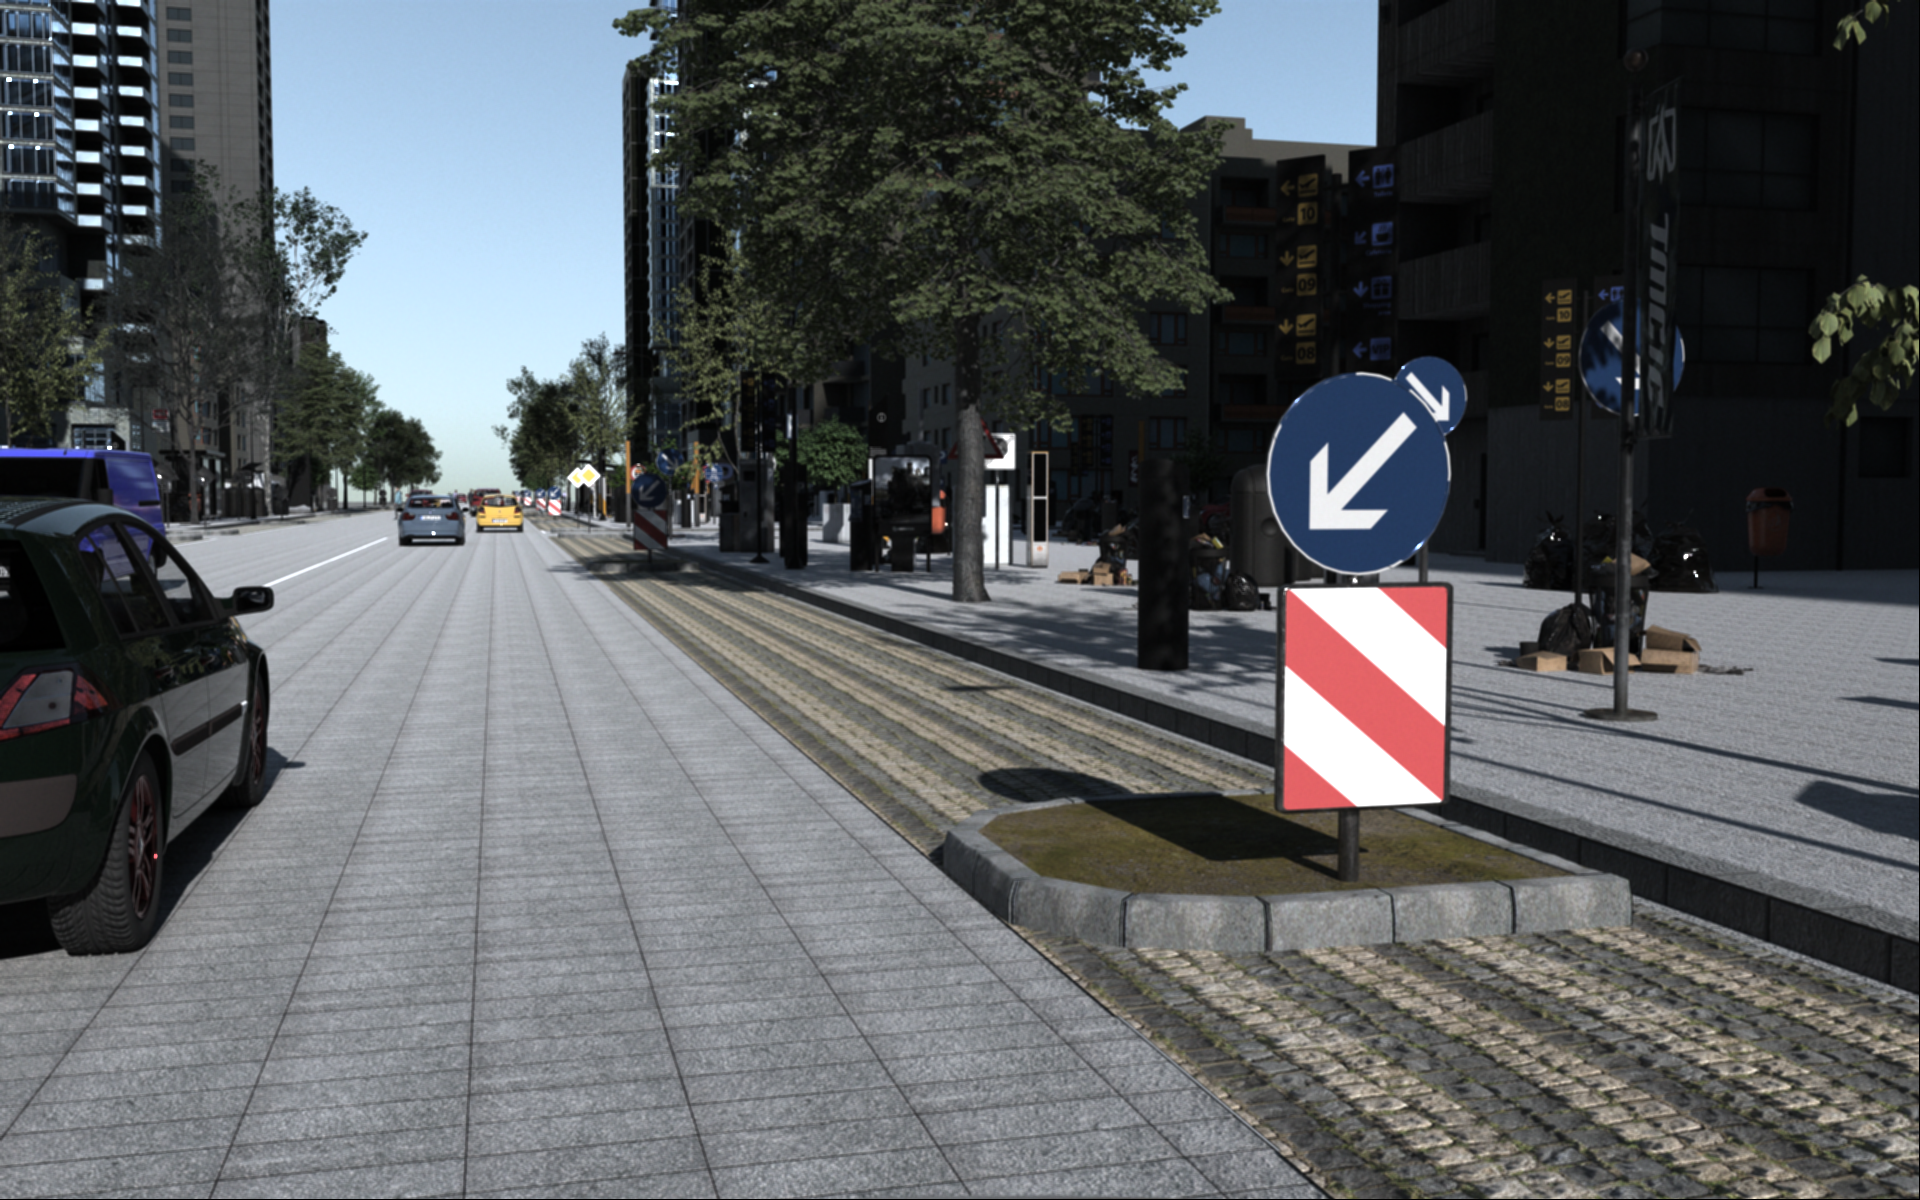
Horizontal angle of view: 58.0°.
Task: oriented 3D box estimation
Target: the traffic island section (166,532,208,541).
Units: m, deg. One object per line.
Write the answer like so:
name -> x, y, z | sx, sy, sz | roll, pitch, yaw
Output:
traffic island section -> -24.651, -1.913, 53.553 | 2.009, 0.180, 2.903 | -1, 4, -15

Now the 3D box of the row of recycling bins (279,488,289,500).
row of recycling bins -> -49.132, -7.256, 125.746 | 3.534, 1.692, 1.069 | -2, 4, -34

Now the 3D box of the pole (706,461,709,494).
pole -> -15.469, -6.868, 106.128 | 0.158, 3.312, 0.155 | 0, 3, 0

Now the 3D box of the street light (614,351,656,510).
street light -> -10.559, -5.138, 56.547 | 1.470, 5.913, 1.316 | -1, 4, -15

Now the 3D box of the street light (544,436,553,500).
street light -> -32.181, -10.072, 137.211 | 1.470, 5.913, 1.316 | -1, 4, -15

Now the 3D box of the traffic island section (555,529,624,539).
traffic island section -> -12.145, -2.116, 56.878 | 2.009, 0.180, 2.903 | -1, 4, -15

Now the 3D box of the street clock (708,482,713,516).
street clock -> -14.336, -5.861, 100.392 | 0.471, 2.002, 0.358 | 1, 4, 11

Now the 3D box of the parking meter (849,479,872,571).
parking meter -> -1.654, -1.259, 29.003 | 0.372, 1.533, 0.369 | 0, 3, 0

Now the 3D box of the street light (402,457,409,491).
street light -> -69.584, -14.873, 215.713 | 1.470, 5.913, 1.316 | -1, 4, -15

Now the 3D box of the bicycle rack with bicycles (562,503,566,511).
bicycle rack with bicycles -> -29.614, -7.373, 133.933 | 2.852, 0.926, 2.925 | -1, 4, -20

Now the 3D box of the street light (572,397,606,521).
street light -> -17.777, -6.765, 83.155 | 1.470, 5.913, 1.316 | -1, 4, -15

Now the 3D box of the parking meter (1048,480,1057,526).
parking meter -> 3.632, -3.864, 68.888 | 0.399, 1.863, 0.255 | -1, 4, -12

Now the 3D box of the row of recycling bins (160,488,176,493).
row of recycling bins -> -53.232, -6.814, 118.528 | 1.069, 1.692, 3.534 | 2, 4, 29

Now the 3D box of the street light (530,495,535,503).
street light -> -44.815, -12.951, 184.290 | 1.470, 5.913, 1.316 | -1, 4, -15

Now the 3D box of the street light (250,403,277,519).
street light -> -35.479, -7.076, 88.232 | 1.470, 5.913, 1.316 | -1, 4, -15

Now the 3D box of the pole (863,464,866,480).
pole -> -5.810, -6.828, 105.481 | 0.158, 3.312, 0.155 | 0, 3, 0

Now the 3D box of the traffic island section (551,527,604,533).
traffic island section -> -14.208, -2.588, 64.593 | 2.009, 0.180, 2.903 | -1, 4, -15

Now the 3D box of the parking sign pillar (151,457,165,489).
parking sign pillar -> -57.592, -8.327, 124.619 | 1.447, 3.967, 1.447 | 2, 4, 27

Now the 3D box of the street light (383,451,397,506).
street light -> -62.019, -13.182, 188.064 | 1.470, 5.913, 1.316 | -1, 4, -15

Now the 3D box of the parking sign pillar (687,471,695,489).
parking sign pillar -> -19.677, -8.515, 127.690 | 1.447, 3.967, 1.447 | 1, 4, 16

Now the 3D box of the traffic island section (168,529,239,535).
traffic island section -> -26.713, -2.385, 61.268 | 2.009, 0.180, 2.903 | -1, 4, -15

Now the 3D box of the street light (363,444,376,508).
street light -> -54.941, -11.548, 161.345 | 1.470, 5.913, 1.316 | -1, 4, -15

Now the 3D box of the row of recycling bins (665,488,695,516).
row of recycling bins -> -16.614, -5.726, 100.727 | 3.534, 1.692, 1.069 | 0, 4, -5

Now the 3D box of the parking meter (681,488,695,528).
parking meter -> -10.343, -3.486, 65.405 | 0.372, 1.533, 0.369 | 0, 3, 0

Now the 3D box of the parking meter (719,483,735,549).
parking meter -> -5.444, -1.963, 40.502 | 0.372, 1.533, 0.369 | 0, 3, 0

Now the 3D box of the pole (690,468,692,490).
pole -> -16.159, -6.766, 104.467 | 0.158, 3.312, 0.155 | 0, 3, 0

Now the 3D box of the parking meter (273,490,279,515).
parking meter -> -42.615, -6.089, 107.969 | 0.372, 1.533, 0.369 | 0, 3, 0

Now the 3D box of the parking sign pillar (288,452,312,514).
parking sign pillar -> -42.228, -7.478, 110.735 | 1.447, 3.967, 1.447 | -1, 4, -12

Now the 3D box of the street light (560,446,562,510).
street light -> -24.903, -8.399, 109.862 | 1.470, 5.913, 1.316 | -1, 4, -15

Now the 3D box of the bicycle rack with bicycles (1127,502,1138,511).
bicycle rack with bicycles -> 13.924, -7.740, 139.937 | 2.852, 0.926, 2.925 | 2, 4, 28

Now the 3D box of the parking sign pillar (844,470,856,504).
parking sign pillar -> -5.114, -5.655, 80.929 | 1.447, 3.967, 1.447 | -1, 4, -13

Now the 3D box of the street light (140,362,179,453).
street light -> -28.095, -5.397, 60.776 | 1.470, 5.913, 1.316 | -1, 4, -15

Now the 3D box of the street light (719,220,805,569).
street light -> -3.346, -3.472, 29.312 | 1.470, 5.913, 1.316 | -1, 4, -15

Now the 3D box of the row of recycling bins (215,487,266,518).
row of recycling bins -> -39.829, -5.424, 95.791 | 1.069, 1.692, 3.534 | 1, 4, 21

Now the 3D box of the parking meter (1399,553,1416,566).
parking meter -> 7.987, -1.558, 31.179 | 0.399, 1.863, 0.255 | 3, 5, 44

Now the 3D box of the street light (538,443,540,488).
street light -> -37.669, -11.318, 157.588 | 1.470, 5.913, 1.316 | -1, 4, -15

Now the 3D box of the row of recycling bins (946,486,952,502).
row of recycling bins -> -1.456, -4.994, 88.772 | 1.069, 1.692, 3.534 | -2, 4, -32

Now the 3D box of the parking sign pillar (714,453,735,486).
parking sign pillar -> -14.866, -7.391, 109.307 | 1.447, 3.967, 1.447 | -3, 4, -36

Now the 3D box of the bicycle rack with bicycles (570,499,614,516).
bicycle rack with bicycles -> -21.804, -5.564, 104.360 | 2.925, 0.926, 2.852 | 0, 3, 0

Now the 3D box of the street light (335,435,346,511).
street light -> -47.887, -9.913, 134.619 | 1.470, 5.913, 1.316 | -1, 4, -15

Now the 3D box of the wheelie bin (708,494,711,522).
wheelie bin -> -11.813, -4.382, 79.558 | 0.693, 1.594, 0.980 | 0, 4, -1

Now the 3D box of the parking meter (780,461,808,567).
parking meter -> -2.906, -1.529, 30.704 | 0.255, 1.863, 0.399 | 3, 4, 38

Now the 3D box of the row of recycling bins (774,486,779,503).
row of recycling bins -> -10.385, -5.086, 90.270 | 1.069, 1.692, 3.534 | -2, 4, -35

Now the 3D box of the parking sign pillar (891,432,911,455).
parking sign pillar -> -2.554, -5.252, 74.341 | 1.447, 3.967, 1.447 | 1, 4, 21

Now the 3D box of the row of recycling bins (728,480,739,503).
row of recycling bins -> -6.776, -2.872, 54.071 | 1.069, 1.692, 3.534 | 0, 4, -4

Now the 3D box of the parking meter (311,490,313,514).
parking meter -> -42.539, -6.416, 113.318 | 0.372, 1.533, 0.369 | 0, 3, 0

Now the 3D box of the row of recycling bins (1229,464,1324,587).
row of recycling bins -> 4.650, -1.116, 25.368 | 1.069, 1.692, 3.534 | 1, 4, 22

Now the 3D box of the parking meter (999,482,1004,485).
parking meter -> 1.770, -4.288, 75.815 | 0.399, 1.863, 0.255 | 0, 4, -5

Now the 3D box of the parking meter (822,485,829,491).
parking meter -> -8.075, -6.015, 104.049 | 0.399, 1.863, 0.255 | -3, 5, -40

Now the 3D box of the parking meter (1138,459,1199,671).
parking meter -> 1.493, -0.262, 12.699 | 0.372, 1.533, 0.369 | 0, 3, 0

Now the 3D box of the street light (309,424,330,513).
street light -> -42.713, -8.743, 115.483 | 1.470, 5.913, 1.316 | -1, 4, -15

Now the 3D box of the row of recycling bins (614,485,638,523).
row of recycling bins -> -15.088, -4.348, 78.204 | 1.069, 1.692, 3.534 | -1, 4, -16
